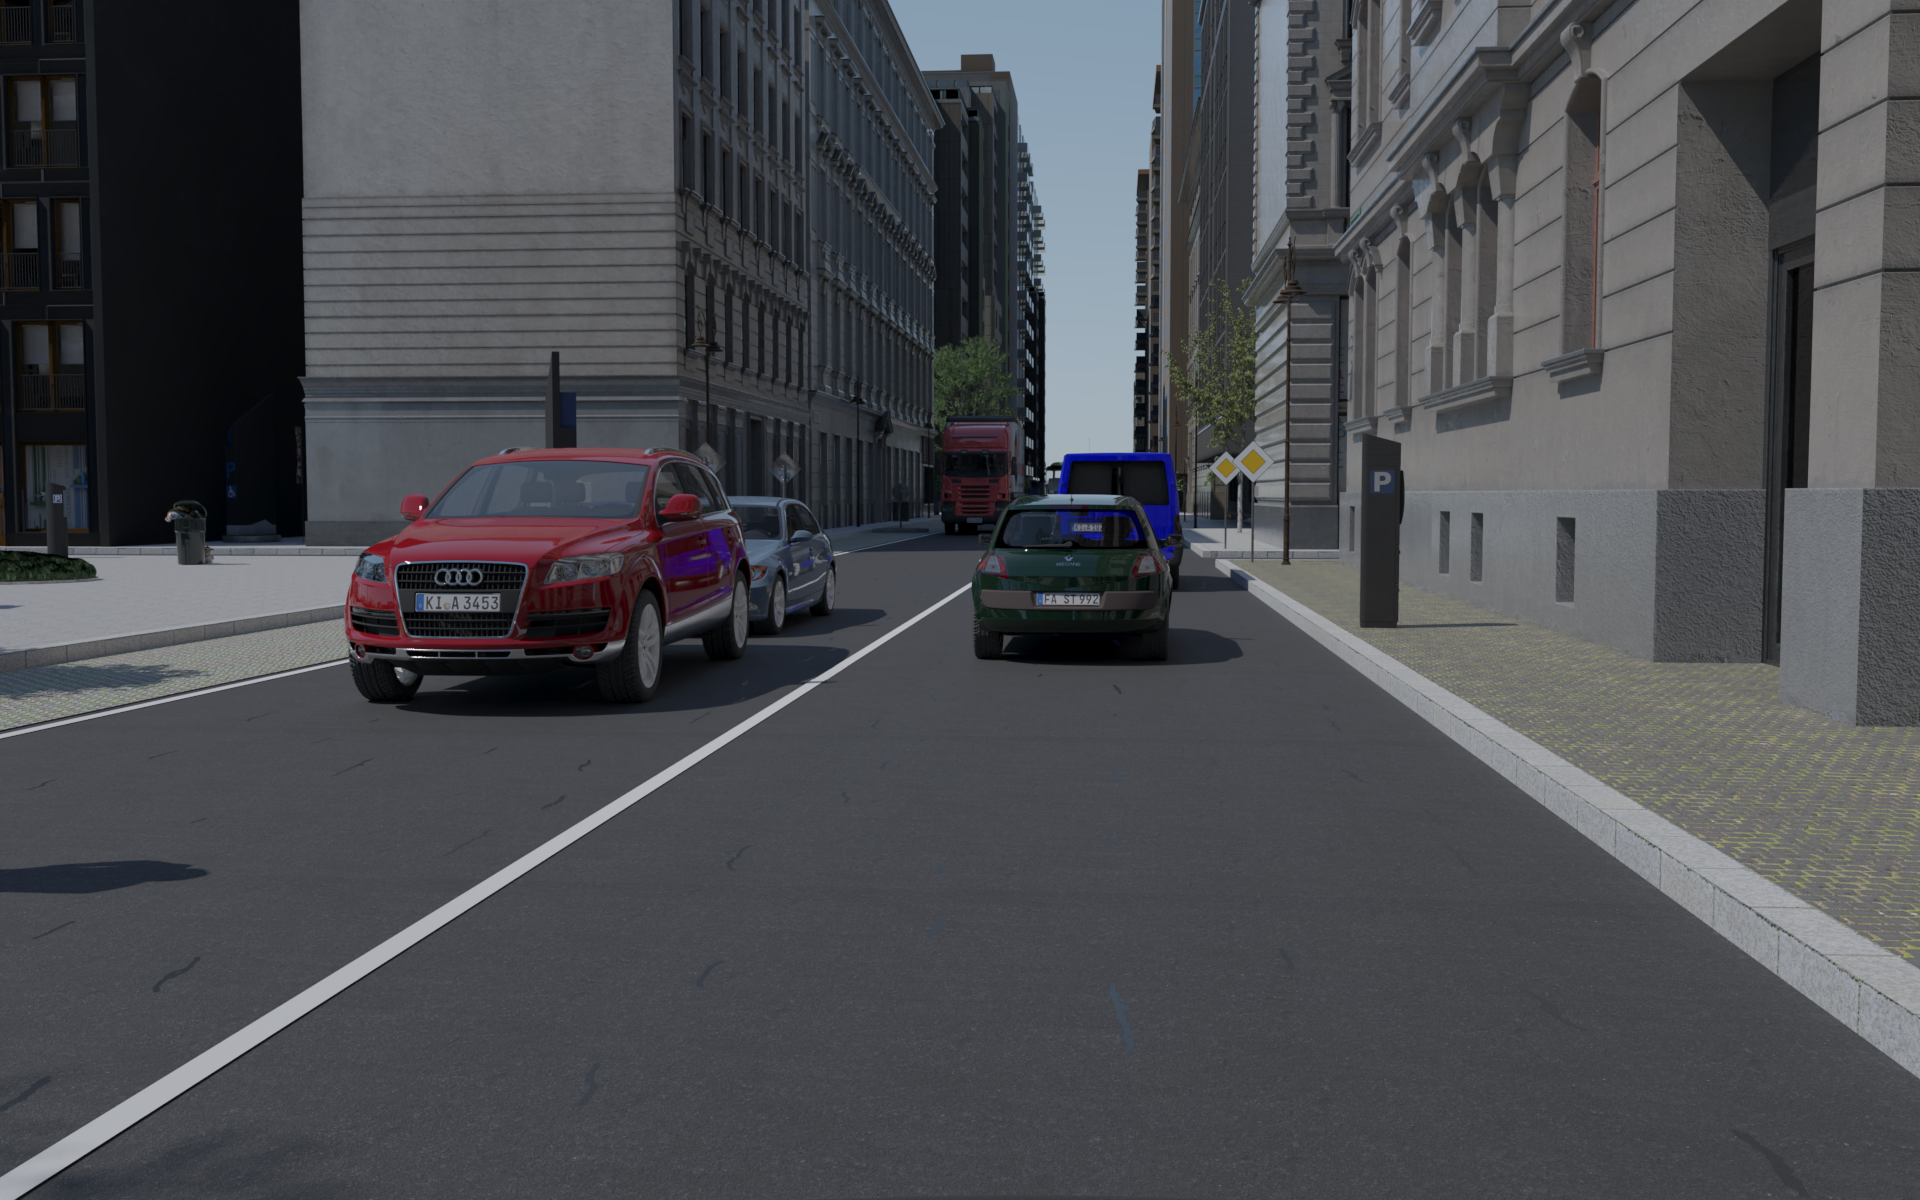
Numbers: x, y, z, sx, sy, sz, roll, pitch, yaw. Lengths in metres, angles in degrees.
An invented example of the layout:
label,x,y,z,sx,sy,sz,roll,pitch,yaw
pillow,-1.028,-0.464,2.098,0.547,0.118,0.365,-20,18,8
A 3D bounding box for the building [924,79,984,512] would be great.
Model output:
label,x,y,z,sx,sy,sz,roll,pitch,yaw
building,-5.792,-21.573,124.415,14.160,30.474,14.107,0,4,5

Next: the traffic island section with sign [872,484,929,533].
label,x,y,z,sx,sy,sz,roll,pitch,yaw
traffic island section with sign,-2.185,-3.403,64.260,1.989,1.847,2.006,0,4,5

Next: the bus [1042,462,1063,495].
label,x,y,z,sx,sy,sz,roll,pitch,yaw
bus,8.186,-8.784,135.161,2.896,3.916,12.252,0,4,6

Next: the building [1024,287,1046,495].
label,x,y,z,sx,sy,sz,roll,pitch,yaw
building,4.480,-28.538,238.293,14.160,30.474,14.107,0,4,5

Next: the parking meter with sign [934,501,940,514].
label,x,y,z,sx,sy,sz,roll,pitch,yaw
parking meter with sign,-2.123,-6.761,106.809,1.738,3.016,0.543,0,4,5

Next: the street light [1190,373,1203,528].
label,x,y,z,sx,sy,sz,roll,pitch,yaw
street light,8.865,-5.641,65.018,0.468,5.910,1.993,0,4,5

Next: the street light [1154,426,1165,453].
label,x,y,z,sx,sy,sz,roll,pitch,yaw
street light,13.324,-8.689,114.853,0.468,5.910,1.993,0,4,5

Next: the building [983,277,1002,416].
label,x,y,z,sx,sy,sz,roll,pitch,yaw
building,-11.223,-18.459,146.837,27.650,21.520,28.899,0,4,5

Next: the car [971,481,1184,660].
label,x,y,z,sx,sy,sz,roll,pitch,yaw
car,1.118,-0.404,16.398,2.009,1.686,4.222,0,4,6

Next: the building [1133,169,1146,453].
label,x,y,z,sx,sy,sz,roll,pitch,yaw
building,34.151,-35.094,228.405,22.147,44.769,28.867,0,4,5

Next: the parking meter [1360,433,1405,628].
label,x,y,z,sx,sy,sz,roll,pitch,yaw
parking meter,4.056,-0.668,16.632,0.399,1.863,0.255,1,4,11

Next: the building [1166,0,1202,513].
label,x,y,z,sx,sy,sz,roll,pitch,yaw
building,21.963,-29.054,125.149,14.600,45.320,14.200,0,4,5

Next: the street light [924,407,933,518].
label,x,y,z,sx,sy,sz,roll,pitch,yaw
street light,-1.657,-7.309,92.285,0.468,5.910,1.993,0,4,5

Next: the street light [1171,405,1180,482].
label,x,y,z,sx,sy,sz,roll,pitch,yaw
street light,11.197,-7.158,89.825,0.468,5.910,1.993,0,4,5

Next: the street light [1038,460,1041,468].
label,x,y,z,sx,sy,sz,roll,pitch,yaw
street light,10.310,-15.463,225.612,0.468,5.910,1.993,0,4,5

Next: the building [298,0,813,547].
label,x,y,z,sx,sy,sz,roll,pitch,yaw
building,-10.562,-12.298,50.216,9.793,20.994,18.267,0,4,5

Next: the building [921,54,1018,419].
label,x,y,z,sx,sy,sz,roll,pitch,yaw
building,-1.281,-32.487,181.267,14.600,45.320,14.200,0,4,5

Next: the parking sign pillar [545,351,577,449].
label,x,y,z,sx,sy,sz,roll,pitch,yaw
parking sign pillar,-7.728,-2.752,33.475,1.447,3.967,1.447,-1,4,-20

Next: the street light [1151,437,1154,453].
label,x,y,z,sx,sy,sz,roll,pitch,yaw
street light,15.695,-10.272,140.737,0.468,5.910,1.993,0,4,5

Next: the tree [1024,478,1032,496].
label,x,y,z,sx,sy,sz,roll,pitch,yaw
tree,7.370,-12.069,191.930,1.663,3.219,1.824,0,3,0

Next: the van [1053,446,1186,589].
label,x,y,z,sx,sy,sz,roll,pitch,yaw
van,2.546,-1.433,27.810,2.240,2.365,5.245,0,4,6

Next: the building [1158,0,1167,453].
label,x,y,z,sx,sy,sz,roll,pitch,yaw
building,27.400,-36.912,145.512,21.231,58.520,28.212,0,4,5

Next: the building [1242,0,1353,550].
label,x,y,z,sx,sy,sz,roll,pitch,yaw
building,17.127,-13.109,43.213,19.941,23.489,11.050,0,4,5

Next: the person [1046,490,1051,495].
label,x,y,z,sx,sy,sz,roll,pitch,yaw
person,6.004,-6.658,118.075,1.217,1.735,0.721,-1,4,-9

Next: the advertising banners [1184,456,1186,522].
label,x,y,z,sx,sy,sz,roll,pitch,yaw
advertising banners,10.473,-5.169,80.694,0.090,3.025,2.074,1,4,9

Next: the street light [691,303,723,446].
label,x,y,z,sx,sy,sz,roll,pitch,yaw
street light,-6.134,-4.242,42.152,0.468,5.910,1.993,0,4,5

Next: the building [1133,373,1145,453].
label,x,y,z,sx,sy,sz,roll,pitch,yaw
building,39.884,-25.291,258.553,27.650,21.520,28.899,0,4,5

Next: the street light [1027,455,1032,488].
label,x,y,z,sx,sy,sz,roll,pitch,yaw
street light,8.083,-13.946,200.796,0.468,5.910,1.993,0,4,5

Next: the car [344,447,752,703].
label,x,y,z,sx,sy,sz,roll,pitch,yaw
car,-3.009,-0.303,13.632,2.281,1.827,5.304,0,4,4

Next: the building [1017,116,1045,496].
label,x,y,z,sx,sy,sz,roll,pitch,yaw
building,-2.341,-36.450,215.566,23.786,49.044,30.456,0,4,5

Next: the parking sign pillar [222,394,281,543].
label,x,y,z,sx,sy,sz,roll,pitch,yaw
parking sign pillar,-18.904,-3.526,46.117,1.447,3.967,1.447,2,4,25

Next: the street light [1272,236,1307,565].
label,x,y,z,sx,sy,sz,roll,pitch,yaw
street light,5.923,-3.578,31.281,0.468,5.910,1.993,0,4,5

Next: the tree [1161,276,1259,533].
label,x,y,z,sx,sy,sz,roll,pitch,yaw
tree,9.054,-6.534,57.186,4.737,8.622,4.395,0,3,0

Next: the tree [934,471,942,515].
label,x,y,z,sx,sy,sz,roll,pitch,yaw
tree,-1.595,-6.735,104.723,1.663,3.219,1.824,0,3,0

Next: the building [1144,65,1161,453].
label,x,y,z,sx,sy,sz,roll,pitch,yaw
building,30.427,-31.836,175.136,22.147,44.769,28.867,0,4,5

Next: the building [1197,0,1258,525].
label,x,y,z,sx,sy,sz,roll,pitch,yaw
building,17.626,-17.071,72.612,14.314,27.812,24.014,0,4,5

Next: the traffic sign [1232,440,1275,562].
label,x,y,z,sx,sy,sz,roll,pitch,yaw
traffic sign,5.490,-1.764,32.478,0.795,2.450,0.064,0,4,5

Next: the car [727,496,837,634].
label,x,y,z,sx,sy,sz,roll,pitch,yaw
car,-2.523,-0.446,19.292,2.014,1.417,4.499,0,4,7

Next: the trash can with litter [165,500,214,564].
label,x,y,z,sx,sy,sz,roll,pitch,yaw
trash can with litter,-14.043,-1.239,31.647,0.624,1.170,1.055,-1,4,-9

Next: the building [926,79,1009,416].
label,x,y,z,sx,sy,sz,roll,pitch,yaw
building,-2.726,-29.576,167.169,14.154,41.232,14.086,0,4,5

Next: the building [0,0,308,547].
label,x,y,z,sx,sy,sz,roll,pitch,yaw
building,-27.927,-13.357,48.060,15.834,23.373,12.332,0,4,5

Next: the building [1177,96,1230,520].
label,x,y,z,sx,sy,sz,roll,pitch,yaw
building,21.025,-16.285,99.551,16.112,22.955,30.059,0,4,5

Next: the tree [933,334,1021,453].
label,x,y,z,sx,sy,sz,roll,pitch,yaw
tree,0.296,-11.418,112.443,9.928,11.665,9.643,0,3,0

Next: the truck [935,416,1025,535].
label,x,y,z,sx,sy,sz,roll,pitch,yaw
truck,0.912,-4.618,64.412,2.839,4.237,11.283,0,4,5

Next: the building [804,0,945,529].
label,x,y,z,sx,sy,sz,roll,pitch,yaw
building,-11.074,-18.645,81.256,17.030,29.872,44.131,0,4,5

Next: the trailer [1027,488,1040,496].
label,x,y,z,sx,sy,sz,roll,pitch,yaw
trailer,6.646,-9.189,157.284,1.471,1.999,3.904,0,4,6

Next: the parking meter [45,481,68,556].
label,x,y,z,sx,sy,sz,roll,pitch,yaw
parking meter,-18.110,-1.610,34.729,0.372,1.533,0.369,0,3,0

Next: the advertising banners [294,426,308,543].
label,x,y,z,sx,sy,sz,roll,pitch,yaw
advertising banners,-17.257,-3.038,45.865,0.090,3.025,2.074,0,4,-3

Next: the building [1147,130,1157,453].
label,x,y,z,sx,sy,sz,roll,pitch,yaw
building,29.494,-34.011,206.198,14.600,45.320,14.200,0,4,5

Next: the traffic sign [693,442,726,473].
label,x,y,z,sx,sy,sz,roll,pitch,yaw
traffic sign,-4.911,-1.822,33.428,0.795,2.450,0.064,0,4,5

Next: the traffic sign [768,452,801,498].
label,x,y,z,sx,sy,sz,roll,pitch,yaw
traffic sign,-4.197,-2.308,41.381,0.795,2.450,0.064,0,4,5

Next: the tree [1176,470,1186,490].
label,x,y,z,sx,sy,sz,roll,pitch,yaw
tree,14.417,-7.580,118.532,1.663,3.219,1.824,0,3,0

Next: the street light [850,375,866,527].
label,x,y,z,sx,sy,sz,roll,pitch,yaw
street light,-3.962,-5.785,67.377,0.468,5.910,1.993,0,4,5

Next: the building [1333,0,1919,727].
label,x,y,z,sx,sy,sz,roll,pitch,yaw
building,12.128,-14.178,19.201,14.401,28.519,23.554,0,4,5

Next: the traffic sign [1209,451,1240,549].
label,x,y,z,sx,sy,sz,roll,pitch,yaw
traffic sign,6.203,-2.250,40.431,0.795,2.450,0.064,0,4,5
